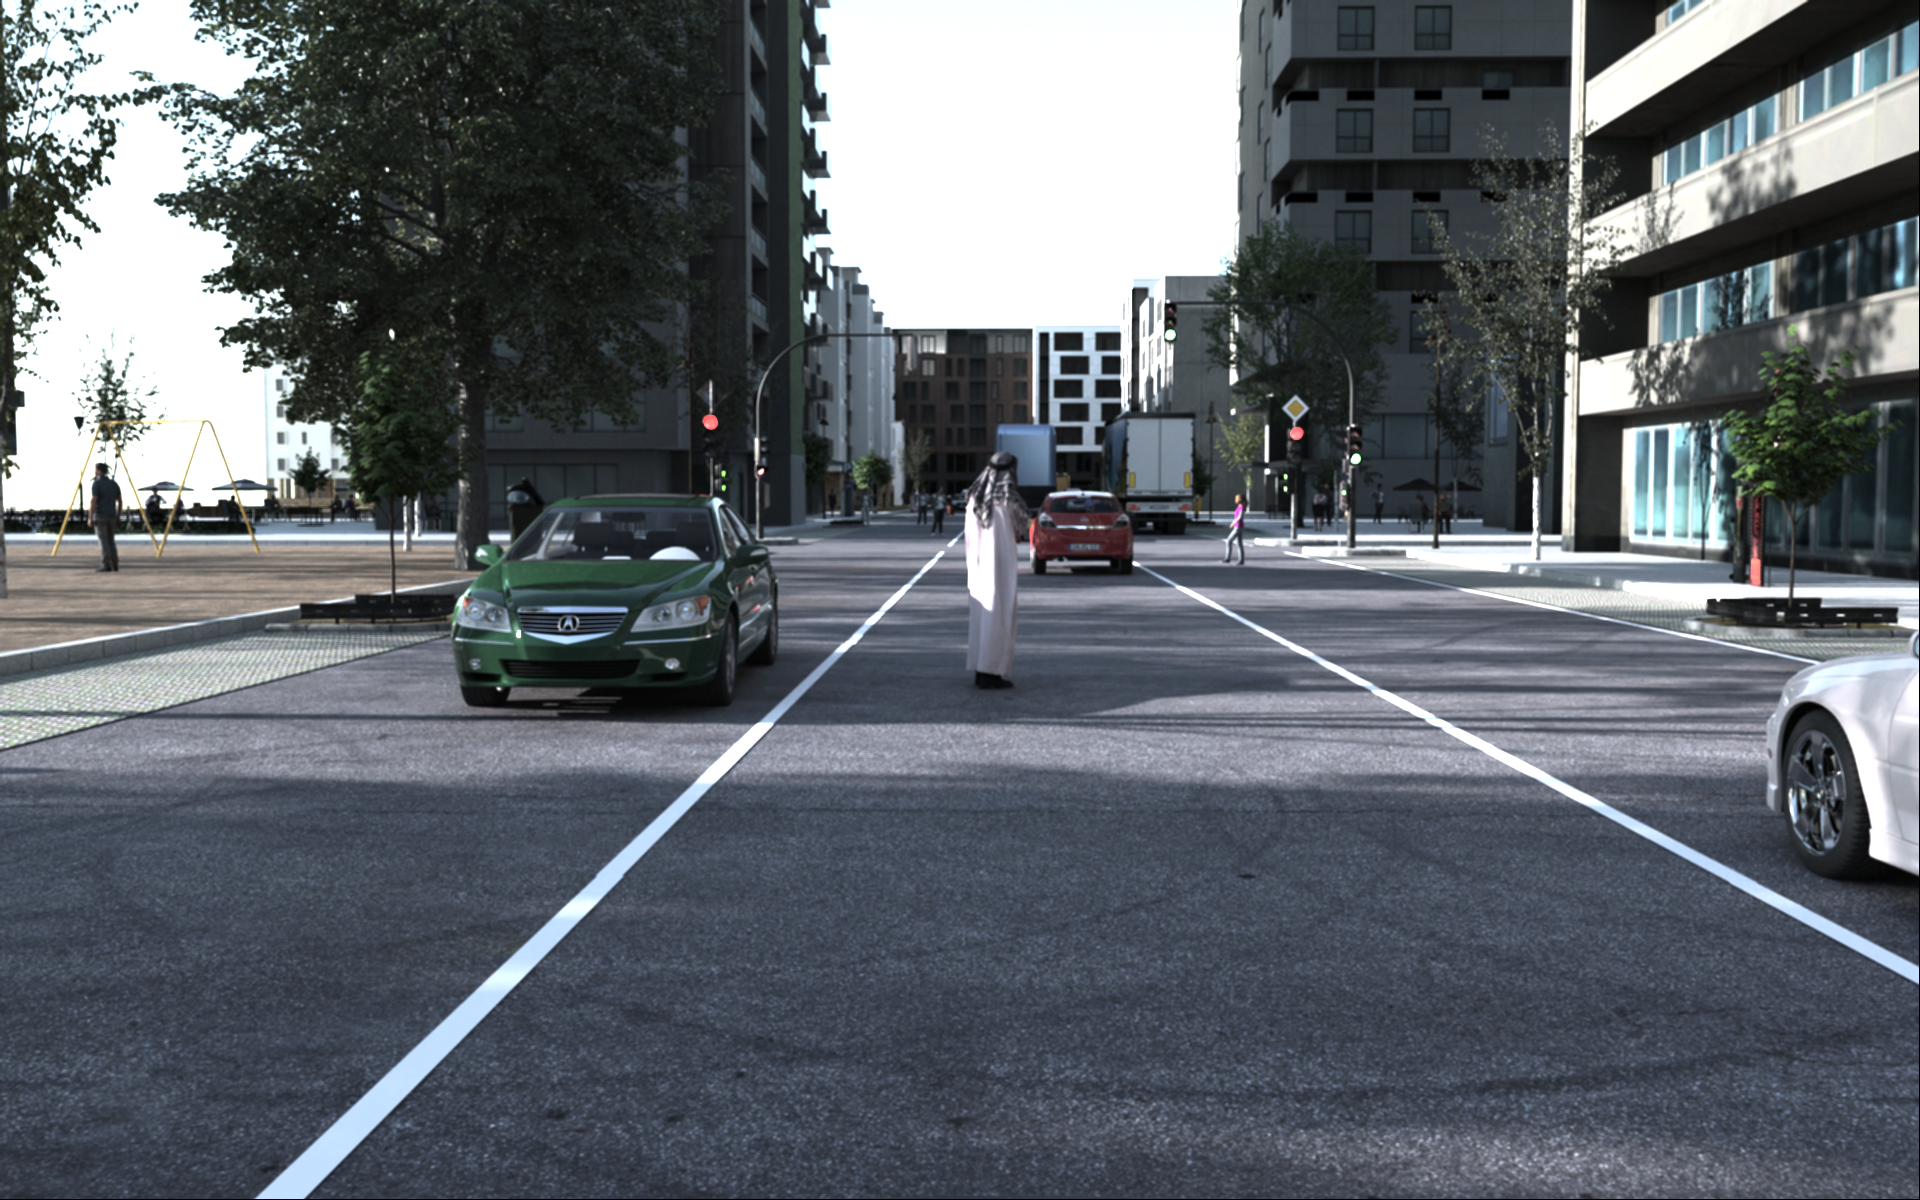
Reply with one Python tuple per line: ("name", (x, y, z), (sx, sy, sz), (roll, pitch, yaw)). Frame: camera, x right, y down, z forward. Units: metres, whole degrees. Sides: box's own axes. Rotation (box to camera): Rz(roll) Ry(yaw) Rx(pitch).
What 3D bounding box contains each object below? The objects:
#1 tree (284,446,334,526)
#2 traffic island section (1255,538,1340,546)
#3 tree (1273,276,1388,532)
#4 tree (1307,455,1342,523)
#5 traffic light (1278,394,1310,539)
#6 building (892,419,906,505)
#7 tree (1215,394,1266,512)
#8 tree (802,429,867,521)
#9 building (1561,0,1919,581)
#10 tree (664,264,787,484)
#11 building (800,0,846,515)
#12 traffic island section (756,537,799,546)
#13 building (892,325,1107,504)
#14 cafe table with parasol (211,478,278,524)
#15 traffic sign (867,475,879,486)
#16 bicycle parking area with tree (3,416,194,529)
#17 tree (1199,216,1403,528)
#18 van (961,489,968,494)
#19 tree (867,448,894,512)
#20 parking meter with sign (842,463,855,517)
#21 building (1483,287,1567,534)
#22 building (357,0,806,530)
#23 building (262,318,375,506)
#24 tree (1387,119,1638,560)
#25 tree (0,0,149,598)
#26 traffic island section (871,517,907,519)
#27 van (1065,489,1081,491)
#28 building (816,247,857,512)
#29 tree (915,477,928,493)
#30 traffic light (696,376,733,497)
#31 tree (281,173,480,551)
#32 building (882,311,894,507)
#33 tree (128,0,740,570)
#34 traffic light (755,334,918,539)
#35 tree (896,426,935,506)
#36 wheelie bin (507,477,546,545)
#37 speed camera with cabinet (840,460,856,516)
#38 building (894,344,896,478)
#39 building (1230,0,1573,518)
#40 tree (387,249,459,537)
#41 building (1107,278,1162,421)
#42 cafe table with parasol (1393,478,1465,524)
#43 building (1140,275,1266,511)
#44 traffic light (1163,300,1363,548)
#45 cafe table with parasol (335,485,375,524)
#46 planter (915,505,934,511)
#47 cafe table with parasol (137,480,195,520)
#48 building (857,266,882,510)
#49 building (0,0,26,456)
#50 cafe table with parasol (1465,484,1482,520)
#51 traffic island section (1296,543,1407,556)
("tree", (-25.934, -4.577, 69.434), (1.663, 3.219, 1.824), (0, 3, 0))
("traffic island section", (9.467, -1.635, 49.006), (2.009, 0.180, 2.903), (0, 4, 1))
("tree", (12.592, -6.574, 57.843), (4.360, 8.622, 3.978), (0, 3, 0))
("tree", (16.571, -5.056, 77.260), (1.663, 3.219, 1.824), (0, 3, 0))
("traffic light", (9.427, -3.668, 48.893), (0.839, 4.253, 0.868), (0, 4, 1))
("building", (-20.362, -15.483, 195.296), (28.070, 9.664, 9.099), (0, 4, 1))
("tree", (20.080, -10.478, 121.672), (4.737, 8.622, 4.395), (0, 3, 0))
("tree", (-7.581, -6.032, 82.336), (4.285, 4.588, 4.351), (0, 3, 0))
("building", (23.907, -24.648, 26.704), (21.300, 48.544, 21.600), (0, 4, 1))
("tree", (-7.883, -6.498, 56.600), (4.360, 8.622, 3.978), (0, 3, 0))
("building", (-19.288, -29.396, 100.239), (23.786, 49.044, 30.456), (0, 4, 1))
("traffic island section", (-5.710, -1.657, 49.380), (2.009, 0.180, 2.903), (0, 4, 1))
("building", (7.093, -23.220, 223.618), (32.646, 21.610, 27.936), (0, 4, 1))
("cafe table with parasol", (-30.677, -4.246, 74.287), (2.610, 1.966, 2.610), (0, 4, -4))
("traffic sign", (-5.895, -7.199, 117.708), (0.884, 2.594, 0.081), (1, 4, 10))
("bicycle parking area with tree", (-34.474, -4.785, 65.230), (8.231, 4.147, 9.016), (3, 5, 45))
("tree", (12.772, -8.566, 65.818), (9.928, 11.665, 9.643), (0, 3, 0))
("van", (0.813, -8.490, 145.829), (2.013, 2.044, 4.112), (0, 4, 2))
("tree", (-6.348, -8.570, 123.838), (4.285, 4.588, 4.351), (0, 3, 0))
("parking meter with sign", (-6.253, -6.214, 97.862), (0.543, 3.016, 1.738), (0, 4, 3))
("building", (34.365, -45.409, 55.104), (31.000, 86.520, 22.319), (0, 4, 1))
("building", (-13.766, -23.385, 65.933), (14.154, 41.232, 14.086), (0, 4, 1))
("building", (-68.582, -20.537, 192.201), (11.380, 20.091, 16.016), (0, 4, 1))
("tree", (10.959, -5.078, 33.381), (4.360, 8.622, 3.978), (0, 3, 0))
("tree", (-12.063, -4.328, 21.120), (4.737, 8.622, 4.395), (0, 3, 0))
("traffic island section", (-4.124, -4.776, 100.951), (1.991, 0.108, 1.994), (0, 4, 1))
("van", (8.728, -7.760, 133.887), (2.013, 2.044, 4.112), (0, 4, 3))
("building", (-16.499, -16.768, 130.583), (16.016, 20.091, 11.380), (0, 4, 1))
("tree", (-4.425, -12.223, 194.443), (1.663, 3.219, 1.824), (0, 3, 0))
("traffic light", (-5.865, -3.201, 41.261), (0.839, 4.253, 0.868), (0, 4, 1))
("tree", (-12.684, -5.410, 38.824), (4.737, 8.622, 4.395), (0, 3, 0))
("building", (-14.926, -18.898, 165.400), (16.016, 20.091, 11.380), (0, 4, 1))
("tree", (-8.395, -7.488, 29.078), (9.857, 13.997, 8.962), (0, 3, 0))
("traffic light", (-3.577, -4.560, 49.228), (4.771, 5.953, 1.251), (0, 4, 1))
("tree", (-4.806, -14.411, 185.985), (4.360, 8.622, 3.978), (0, 3, 0))
("wheelie bin", (-8.106, -1.493, 32.315), (0.693, 1.594, 0.980), (-1, 4, -19))
("speed camera with cabinet", (-6.542, -6.536, 101.201), (0.660, 3.252, 2.038), (0, 4, 6))
("building", (-14.592, -19.592, 176.754), (16.016, 20.091, 11.380), (0, 4, 1))
("building", (31.409, -31.437, 103.235), (28.713, 52.752, 27.495), (0, 4, 1))
("tree", (-16.363, -6.231, 52.236), (4.360, 8.622, 3.978), (0, 3, 0))
("building", (30.567, -20.565, 180.208), (27.936, 21.610, 32.646), (0, 4, 1))
("cafe table with parasol", (19.619, -4.225, 73.944), (2.610, 1.966, 2.610), (-1, 4, -9))
("building", (25.050, -17.245, 148.411), (16.747, 18.905, 31.486), (0, 4, 1))
("traffic light", (7.139, -4.046, 40.820), (4.771, 5.953, 1.251), (0, 4, 1))
("cafe table with parasol", (-27.868, -4.662, 81.088), (2.610, 1.966, 2.610), (-1, 4, -19))
("planter", (-2.902, -7.951, 151.142), (1.991, 0.319, 1.994), (0, 4, 1))
("cafe table with parasol", (-39.557, -4.982, 86.321), (2.610, 1.966, 2.610), (-1, 4, -23))
("building", (-14.982, -17.461, 141.909), (16.016, 20.091, 11.380), (0, 4, 1))
("building", (-54.490, -22.988, 67.734), (23.993, 40.220, 32.217), (0, 4, 1))
("cafe table with parasol", (24.663, -4.963, 86.011), (2.610, 1.966, 2.610), (-3, 4, -36))
("traffic island section", (9.272, -1.146, 41.023), (2.009, 0.180, 2.903), (0, 4, 1))
